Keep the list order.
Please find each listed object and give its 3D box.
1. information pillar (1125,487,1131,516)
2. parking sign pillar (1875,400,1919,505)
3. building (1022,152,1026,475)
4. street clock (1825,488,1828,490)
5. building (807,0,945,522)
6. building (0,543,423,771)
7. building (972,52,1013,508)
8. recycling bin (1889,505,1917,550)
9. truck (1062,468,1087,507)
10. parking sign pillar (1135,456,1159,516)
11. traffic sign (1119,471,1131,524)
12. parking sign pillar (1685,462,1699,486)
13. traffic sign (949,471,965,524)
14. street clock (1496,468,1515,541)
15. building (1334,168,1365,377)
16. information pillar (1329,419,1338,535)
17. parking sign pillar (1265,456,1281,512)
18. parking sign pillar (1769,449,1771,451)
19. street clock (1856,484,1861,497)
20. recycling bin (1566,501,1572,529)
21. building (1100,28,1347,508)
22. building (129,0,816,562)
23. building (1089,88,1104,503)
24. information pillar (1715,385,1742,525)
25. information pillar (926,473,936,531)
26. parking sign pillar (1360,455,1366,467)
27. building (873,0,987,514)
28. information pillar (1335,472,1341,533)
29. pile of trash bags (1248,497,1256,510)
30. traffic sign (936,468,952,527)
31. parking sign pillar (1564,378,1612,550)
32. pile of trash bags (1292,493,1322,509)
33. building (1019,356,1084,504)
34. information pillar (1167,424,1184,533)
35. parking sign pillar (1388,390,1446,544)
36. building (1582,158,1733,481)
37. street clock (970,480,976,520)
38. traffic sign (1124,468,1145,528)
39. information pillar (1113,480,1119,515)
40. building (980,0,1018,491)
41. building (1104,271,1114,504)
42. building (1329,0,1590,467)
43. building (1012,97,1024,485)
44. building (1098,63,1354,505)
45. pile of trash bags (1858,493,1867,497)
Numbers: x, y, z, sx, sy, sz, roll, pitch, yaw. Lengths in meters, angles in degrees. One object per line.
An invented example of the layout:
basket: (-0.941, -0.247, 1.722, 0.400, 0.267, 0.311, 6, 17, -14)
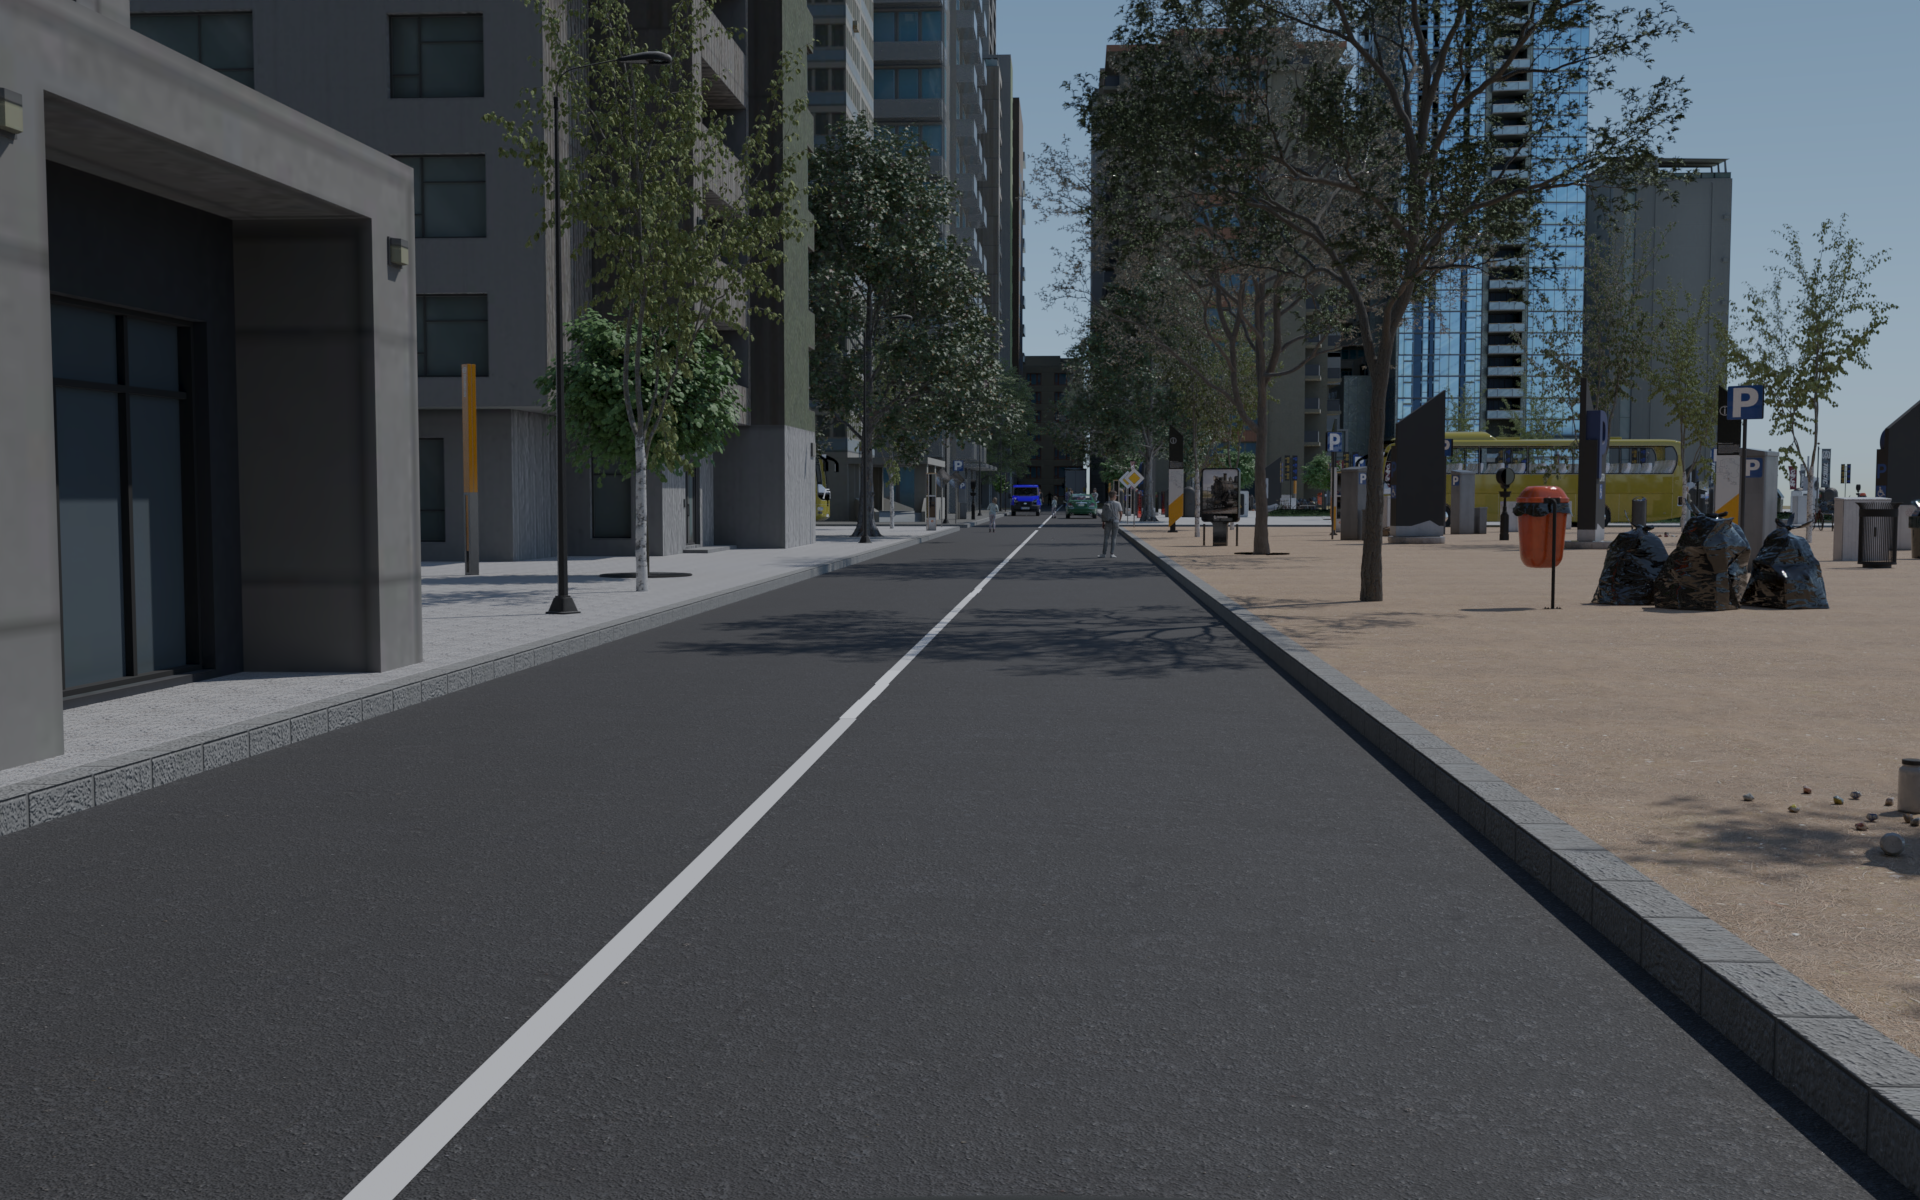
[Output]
information pillar: (9.818, -5.912, 101.146, 0.304, 2.012, 0.304, -1, 4, -11)
parking sign pillar: (26.216, -3.659, 48.303, 1.447, 3.967, 1.447, -1, 4, -18)
building: (-7.276, -36.325, 213.526, 30.456, 49.044, 23.786, 0, 4, 4)
street clock: (62.708, -7.384, 125.300, 0.358, 2.002, 0.471, 1, 4, 14)
building: (-17.215, -24.136, 86.501, 32.217, 40.220, 23.993, 0, 4, 4)
building: (-14.577, -34.798, 7.207, 20.563, 71.187, 20.611, 0, 4, 4)
building: (-2.508, -28.947, 156.876, 14.154, 41.232, 14.086, 0, 4, 4)
recycling bin: (21.718, -1.669, 39.835, 0.722, 1.027, 0.722, 3, 5, 41)
truck: (12.871, -12.539, 193.926, 2.839, 4.237, 11.283, 0, 4, 3)
parking sign pillar: (11.069, -6.986, 102.699, 1.447, 3.967, 1.447, 3, 4, 38)
traffic sign: (7.198, -4.325, 74.360, 0.795, 2.450, 0.064, 0, 4, 4)
parking sign pillar: (60.070, -9.417, 142.438, 1.447, 3.967, 1.447, -2, 4, -26)
traffic sign: (-0.179, -4.356, 74.862, 0.795, 2.450, 0.064, 0, 4, 4)
street clock: (15.060, -2.648, 47.871, 0.471, 2.002, 0.358, -1, 4, -19)
building: (58.329, -37.694, 240.003, 21.600, 48.544, 21.300, 0, 4, 4)
information pillar: (11.645, -3.829, 53.964, 0.183, 3.616, 0.504, 0, 4, 1)
parking sign pillar: (22.207, -8.255, 123.443, 1.447, 3.967, 1.447, -1, 4, -14)
parking sign pillar: (47.612, -7.011, 103.107, 1.447, 3.967, 1.447, -2, 4, -24)
street clock: (65.614, -7.460, 126.546, 0.358, 2.002, 0.471, 1, 4, 12)
recycling bin: (21.746, -3.086, 63.008, 0.722, 1.027, 0.722, -1, 4, -10)
building: (24.832, -31.400, 168.008, 22.147, 44.769, 28.867, 0, 4, 4)
building: (-11.230, -16.288, 38.008, 14.160, 30.474, 14.107, 0, 4, 4)
building: (32.422, -42.817, 242.060, 28.212, 58.520, 21.231, 0, 4, 4)
information pillar: (16.411, -2.793, 37.028, 0.504, 3.616, 0.183, 2, 4, 26)
information pillar: (-1.009, -3.435, 60.649, 0.304, 2.012, 0.304, -1, 4, -16)
parking sign pillar: (27.534, -7.976, 118.874, 1.447, 3.967, 1.447, 0, 4, 2)
building: (-9.642, -30.664, 120.971, 23.786, 49.044, 30.456, 0, 4, 4)
information pillar: (12.699, -3.258, 57.756, 0.304, 2.012, 0.304, 1, 4, 18)
pile of trash bags: (22.844, -7.878, 138.563, 1.912, 1.369, 3.447, 1, 4, 10)
traffic sign: (-0.702, -3.869, 66.894, 0.795, 2.450, 0.064, 0, 4, 4)
parking sign pillar: (14.847, -3.192, 40.655, 1.447, 3.967, 1.447, 2, 4, 29)
pile of trash bags: (27.643, -7.808, 137.406, 1.912, 1.369, 3.447, -2, 4, -33)
building: (3.138, -24.621, 247.590, 28.899, 21.520, 27.650, 0, 4, 4)
information pillar: (7.183, -4.058, 57.696, 0.504, 3.616, 0.183, 1, 4, 11)
parking sign pillar: (11.857, -3.450, 44.877, 1.447, 3.967, 1.447, 0, 4, -8)
building: (84.816, -32.370, 212.851, 14.086, 41.232, 14.154, 0, 4, 4)
street clock: (0.661, -5.016, 86.584, 0.358, 2.002, 0.471, 0, 4, 7)
traffic sign: (6.676, -3.838, 66.392, 0.795, 2.450, 0.064, 0, 4, 4)
information pillar: (8.119, -5.225, 89.916, 0.304, 2.012, 0.304, 0, 4, 8)
building: (-4.579, -44.966, 173.449, 20.563, 71.187, 20.611, 0, 4, 4)
building: (22.875, -25.600, 190.265, 14.160, 30.474, 14.107, 0, 4, 4)
building: (61.985, -54.864, 209.701, 31.000, 86.520, 22.319, 0, 4, 4)
building: (-0.128, -33.174, 192.499, 14.600, 45.320, 14.200, 0, 4, 4)
building: (31.060, -37.958, 209.858, 28.713, 52.752, 27.495, 0, 4, 4)
pile of trash bags: (47.503, -5.036, 92.088, 3.447, 1.369, 1.912, 1, 4, 12)
